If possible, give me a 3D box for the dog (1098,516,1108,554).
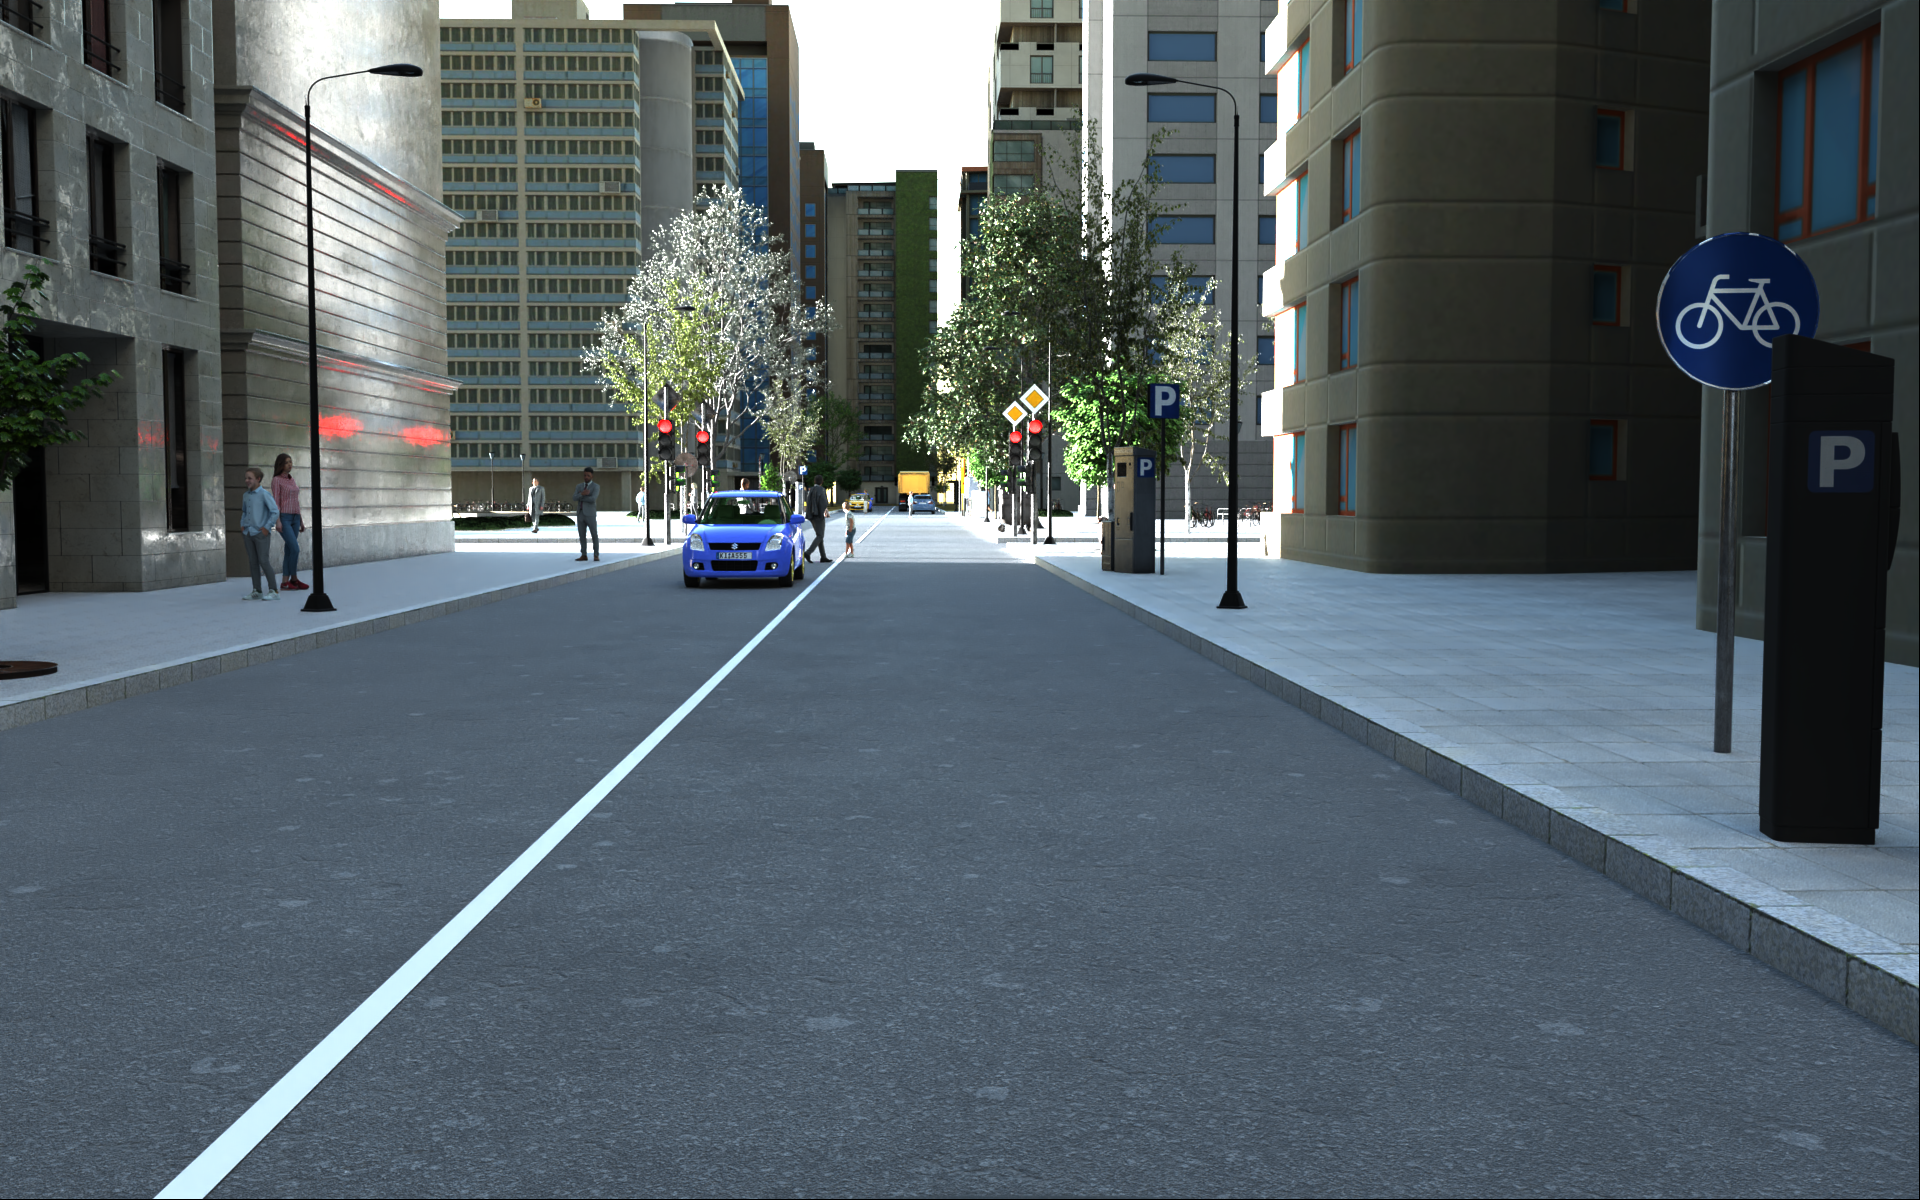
[{"bbox_3d":[3.039,-1.360,36.613,0.513,0.831,0.800,1,4,22],"label":"dog"}]

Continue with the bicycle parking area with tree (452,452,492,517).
[{"bbox_3d":[-24.048,-4.779,65.139,8.231,4.147,9.016,2,4,33],"label":"bicycle parking area with tree"}]

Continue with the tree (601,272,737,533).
[{"bbox_3d":[-9.382,-6.531,57.146,4.737,8.622,4.395,0,3,0],"label":"tree"}]

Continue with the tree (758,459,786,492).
[{"bbox_3d":[-10.310,-6.181,95.664,1.663,3.219,1.824,0,3,0],"label":"tree"}]

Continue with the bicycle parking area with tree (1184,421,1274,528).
[{"bbox_3d":[13.214,-4.908,67.252,8.231,4.147,9.016,3,4,37],"label":"bicycle parking area with tree"}]

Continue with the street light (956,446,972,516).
[{"bbox_3d":[0.683,-6.492,78.687,1.470,5.913,1.316,0,4,-2],"label":"street light"}]

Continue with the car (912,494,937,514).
[{"bbox_3d":[-2.665,-6.878,124.459,2.014,1.417,4.499,0,4,-1],"label":"car"}]

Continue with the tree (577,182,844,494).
[{"bbox_3d":[-9.534,-9.616,67.598,12.009,13.543,11.850,0,3,0],"label":"tree"}]

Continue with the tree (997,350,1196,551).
[{"bbox_3d":[3.655,-3.387,39.097,4.285,4.588,4.351,0,3,0],"label":"tree"}]

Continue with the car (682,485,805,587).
[{"bbox_3d":[-3.430,-1.115,27.816,1.945,1.707,3.694,0,4,-1],"label":"car"}]

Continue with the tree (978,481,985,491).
[{"bbox_3d":[0.964,-7.733,121.039,1.663,3.219,1.824,0,3,0],"label":"tree"}]

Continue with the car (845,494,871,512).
[{"bbox_3d":[-8.016,-7.730,136.611,2.015,1.641,3.980,0,4,-2],"label":"car"}]

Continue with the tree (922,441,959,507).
[{"bbox_3d":[-1.874,-15.290,200.354,4.360,8.622,3.978,0,3,0],"label":"tree"}]

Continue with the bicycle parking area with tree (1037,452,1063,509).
[{"bbox_3d":[8.295,-8.098,119.406,8.231,4.147,9.016,1,4,18],"label":"bicycle parking area with tree"}]

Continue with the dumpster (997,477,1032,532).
[{"bbox_3d":[1.912,-3.225,58.492,1.264,1.857,1.865,0,4,-2],"label":"dumpster"}]

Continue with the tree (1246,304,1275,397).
[{"bbox_3d":[9.257,-5.458,39.602,4.360,8.622,3.978,0,3,0],"label":"tree"}]

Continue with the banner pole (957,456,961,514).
[{"bbox_3d":[0.068,-7.519,112.956,0.401,3.779,0.863,2,4,24],"label":"banner pole"}]

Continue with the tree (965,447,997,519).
[{"bbox_3d":[1.909,-6.377,87.979,4.285,4.588,4.351,0,3,0],"label":"tree"}]

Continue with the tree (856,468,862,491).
[{"bbox_3d":[-12.470,-12.969,195.762,4.285,4.588,4.351,0,3,0],"label":"tree"}]

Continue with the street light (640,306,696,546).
[{"bbox_3d":[-7.215,-4.300,42.845,1.470,5.913,1.316,0,4,-2],"label":"street light"}]

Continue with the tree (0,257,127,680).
[{"bbox_3d":[-7.112,-1.080,12.258,1.663,3.219,1.824,0,3,0],"label":"tree"}]

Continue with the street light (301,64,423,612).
[{"bbox_3d":[-6.498,-2.832,18.841,1.470,5.913,1.316,0,4,-2],"label":"street light"}]

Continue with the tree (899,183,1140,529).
[{"bbox_3d":[2.540,-9.005,64.245,9.611,12.733,9.660,0,3,0],"label":"tree"}]

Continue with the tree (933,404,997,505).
[{"bbox_3d":[1.001,-9.542,106.371,4.737,8.622,4.395,0,3,0],"label":"tree"}]

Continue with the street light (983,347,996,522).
[{"bbox_3d":[1.420,-5.024,54.684,1.470,5.913,1.316,0,4,-2],"label":"street light"}]

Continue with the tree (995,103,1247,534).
[{"bbox_3d":[2.807,-5.033,32.654,4.360,8.622,3.978,0,3,0],"label":"tree"}]

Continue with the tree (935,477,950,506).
[{"bbox_3d":[-2.083,-11.952,190.020,1.663,3.219,1.824,0,3,0],"label":"tree"}]

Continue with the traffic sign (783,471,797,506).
[{"bbox_3d":[-9.215,-5.742,93.993,0.768,2.556,0.104,0,4,3],"label":"traffic sign"}]

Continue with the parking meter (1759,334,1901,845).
[{"bbox_3d":[3.221,-0.043,6.419,0.399,1.863,0.255,1,4,9],"label":"parking meter"}]

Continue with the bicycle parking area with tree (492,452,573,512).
[{"bbox_3d":[-31.533,-8.221,121.411,9.016,4.147,8.231,1,4,22],"label":"bicycle parking area with tree"}]

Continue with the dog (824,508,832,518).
[{"bbox_3d":[-7.965,-5.384,104.862,0.800,0.831,0.513,-2,4,-33],"label":"dog"}]

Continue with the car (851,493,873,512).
[{"bbox_3d":[-8.056,-8.089,141.849,1.945,1.707,3.694,0,4,-2],"label":"car"}]

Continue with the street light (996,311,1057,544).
[{"bbox_3d":[1.750,-4.375,44.068,1.470,5.913,1.316,0,4,-2],"label":"street light"}]

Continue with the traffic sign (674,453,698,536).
[{"bbox_3d":[-8.424,-3.247,53.191,0.768,2.556,0.104,0,4,5],"label":"traffic sign"}]

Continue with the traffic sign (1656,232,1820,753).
[{"bbox_3d":[3.792,-0.515,8.534,0.768,2.556,0.104,0,4,6],"label":"traffic sign"}]

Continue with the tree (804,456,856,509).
[{"bbox_3d":[-11.955,-10.184,150.228,4.285,4.588,4.351,0,3,0],"label":"tree"}]

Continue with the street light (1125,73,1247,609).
[{"bbox_3d":[2.519,-2.860,19.303,1.470,5.913,1.316,0,4,-2],"label":"street light"}]

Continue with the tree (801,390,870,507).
[{"bbox_3d":[-13.011,-15.137,173.250,9.928,11.665,9.643,0,3,0],"label":"tree"}]

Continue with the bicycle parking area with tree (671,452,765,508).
[{"bbox_3d":[-16.145,-8.162,120.450,8.231,4.147,9.016,-1,4,-15],"label":"bicycle parking area with tree"}]

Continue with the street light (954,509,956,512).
[{"bbox_3d":[-0.012,-7.960,102.691,1.470,5.913,1.316,0,4,-2],"label":"street light"}]

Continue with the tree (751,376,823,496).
[{"bbox_3d":[-10.397,-9.436,104.634,4.360,8.622,3.978,0,3,0],"label":"tree"}]
